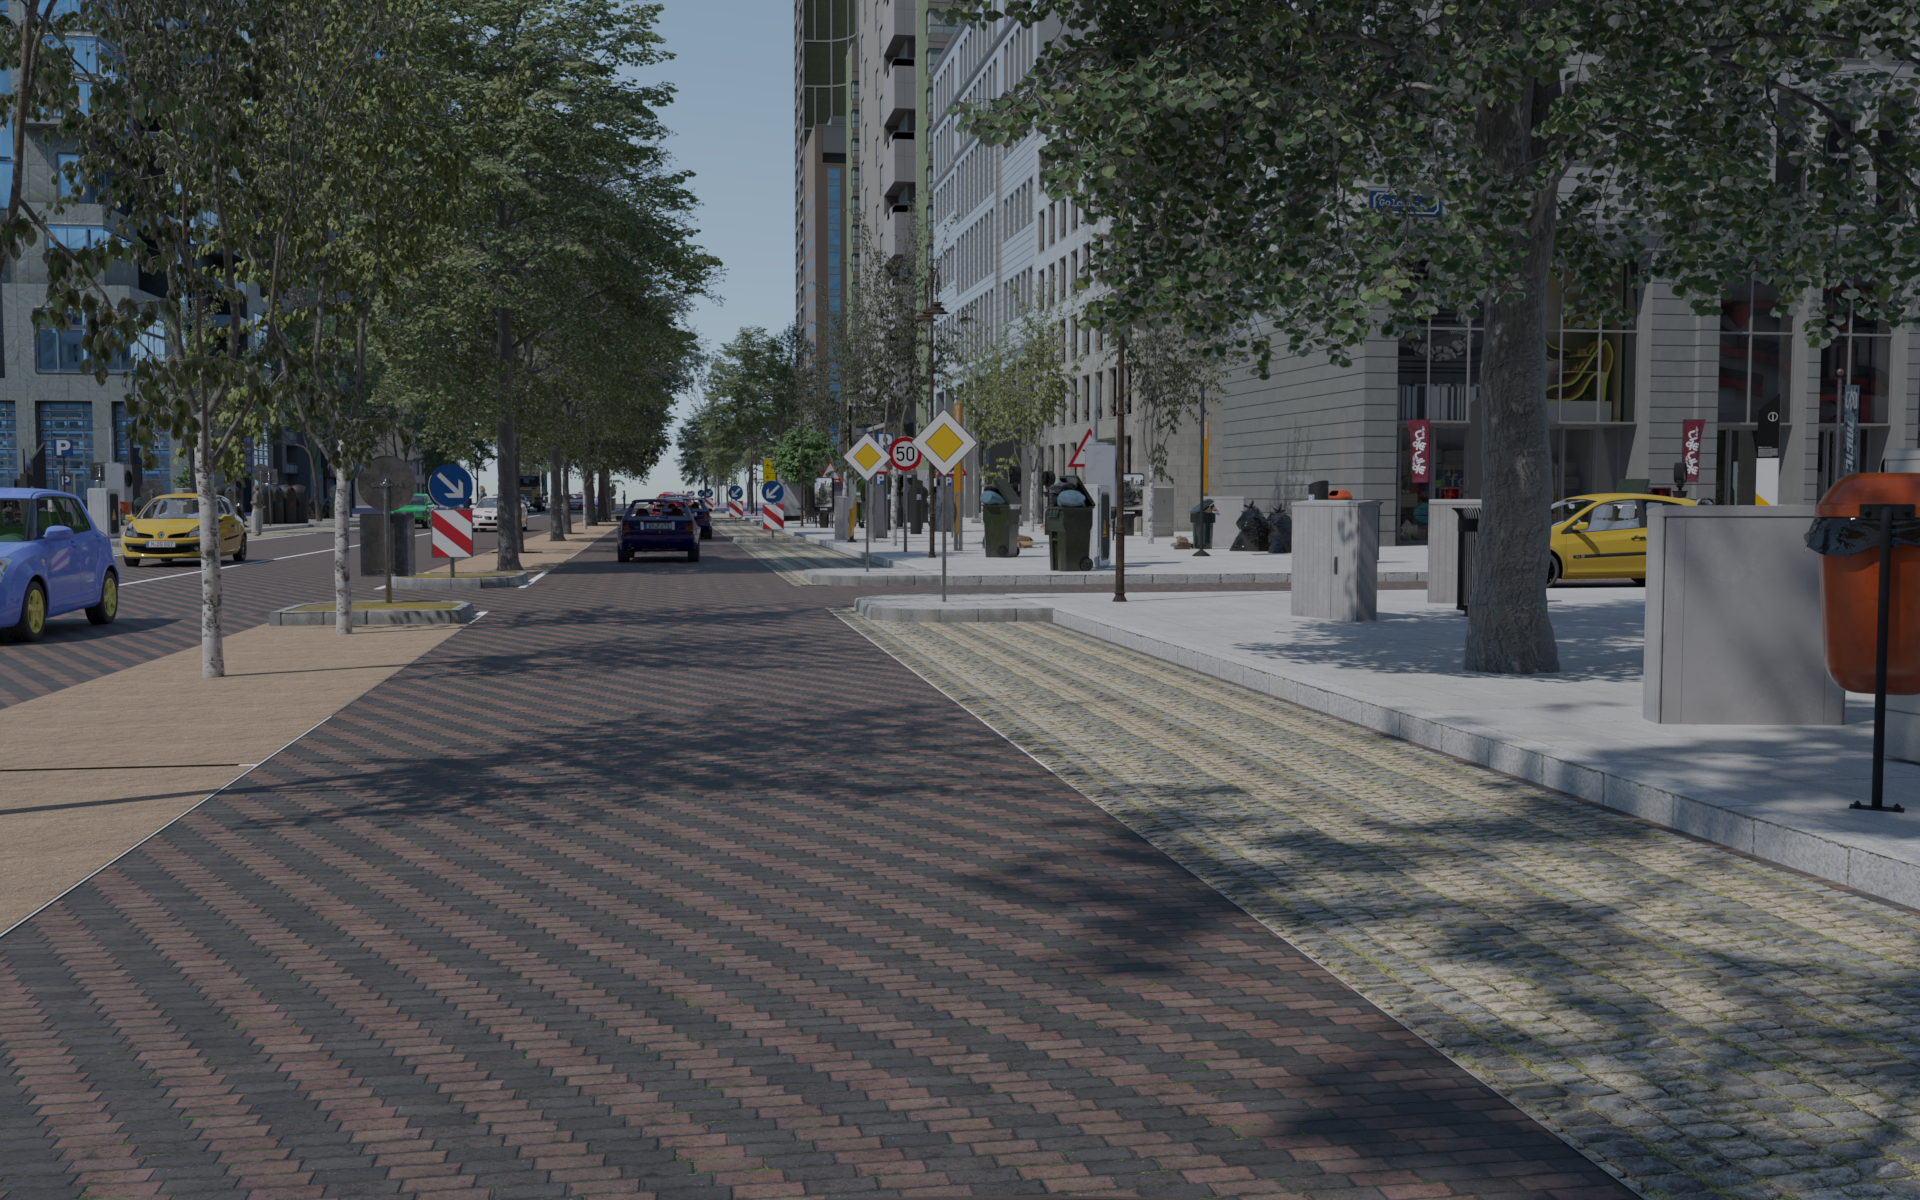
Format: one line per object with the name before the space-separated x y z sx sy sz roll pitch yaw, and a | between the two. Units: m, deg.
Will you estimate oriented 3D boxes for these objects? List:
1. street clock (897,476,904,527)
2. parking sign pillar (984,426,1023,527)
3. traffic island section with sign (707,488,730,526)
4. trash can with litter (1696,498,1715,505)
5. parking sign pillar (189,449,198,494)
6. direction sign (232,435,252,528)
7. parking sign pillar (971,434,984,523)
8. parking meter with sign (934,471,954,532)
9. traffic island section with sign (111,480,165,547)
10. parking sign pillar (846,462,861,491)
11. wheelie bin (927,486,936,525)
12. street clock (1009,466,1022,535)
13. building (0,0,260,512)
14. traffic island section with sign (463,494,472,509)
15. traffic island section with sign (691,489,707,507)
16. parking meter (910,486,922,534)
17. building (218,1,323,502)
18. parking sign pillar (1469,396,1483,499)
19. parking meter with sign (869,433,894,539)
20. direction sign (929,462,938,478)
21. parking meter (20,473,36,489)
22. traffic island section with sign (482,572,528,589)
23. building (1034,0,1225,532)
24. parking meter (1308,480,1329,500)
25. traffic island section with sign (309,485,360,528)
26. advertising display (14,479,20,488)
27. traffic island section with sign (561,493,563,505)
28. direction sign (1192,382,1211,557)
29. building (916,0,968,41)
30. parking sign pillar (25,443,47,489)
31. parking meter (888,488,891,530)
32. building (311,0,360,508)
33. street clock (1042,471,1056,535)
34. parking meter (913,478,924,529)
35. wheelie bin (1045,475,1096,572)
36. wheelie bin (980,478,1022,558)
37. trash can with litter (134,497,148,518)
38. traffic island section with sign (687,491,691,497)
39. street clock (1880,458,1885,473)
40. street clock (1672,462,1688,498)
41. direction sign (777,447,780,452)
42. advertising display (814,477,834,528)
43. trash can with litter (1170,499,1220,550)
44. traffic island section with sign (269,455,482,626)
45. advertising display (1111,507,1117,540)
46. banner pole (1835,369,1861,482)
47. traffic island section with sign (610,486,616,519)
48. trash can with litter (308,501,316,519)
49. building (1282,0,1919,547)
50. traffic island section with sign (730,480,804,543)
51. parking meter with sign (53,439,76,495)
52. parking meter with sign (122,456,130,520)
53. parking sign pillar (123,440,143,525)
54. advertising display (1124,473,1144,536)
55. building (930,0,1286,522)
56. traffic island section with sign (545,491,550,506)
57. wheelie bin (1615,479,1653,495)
street clock | -2.353 -3.878 67.971 0.358 2.002 0.471 2 4 27
parking sign pillar | 1.794 -4.909 68.729 1.447 3.967 1.447 0 4 2
traffic island section with sign | -10.175 -4.218 77.587 1.989 1.847 2.006 -1 4 -10
trash can with litter | 14.285 -1.398 33.915 2.233 1.210 1.678 -3 4 -36
parking sign pillar | -29.989 -4.891 68.435 1.447 3.967 1.447 0 4 -5
direction sign | -27.500 -4.549 66.377 0.876 3.537 0.379 1 4 16
parking sign pillar | 1.205 -5.374 76.335 1.447 3.967 1.447 1 4 17
parking meter with sign | -0.486 -3.818 58.686 0.543 3.016 1.738 -1 4 -20
traffic island section with sign | -22.287 -2.384 47.604 1.989 1.847 2.006 -1 4 -10
parking sign pillar | -5.762 -6.699 97.993 1.447 3.967 1.447 1 4 16
wheelie bin | -0.814 -3.715 68.641 0.980 1.594 0.693 -3 4 -37
street clock | 1.404 -2.428 44.274 0.358 2.002 0.471 -1 4 -10
building | -57.300 -48.708 109.049 22.319 86.520 31.000 -1 4 -10
traffic island section with sign | -35.298 -7.073 124.268 1.989 1.847 2.006 -1 4 -10
traffic island section with sign | -18.460 -7.207 126.462 1.989 1.847 2.006 -1 4 -10
parking meter | -1.401 -2.860 55.179 0.372 1.533 0.369 0 3 0
building | -58.089 -27.500 133.223 14.154 41.232 14.086 -1 4 -10
parking sign pillar | 13.170 -3.239 41.424 1.447 3.967 1.447 -1 4 -16
parking meter with sign | -2.343 -3.298 50.189 0.543 3.016 1.738 -1 4 -14
direction sign | -1.129 -5.783 86.543 0.876 3.537 0.379 -2 4 -27
parking meter | -26.368 -2.650 49.042 0.255 1.863 0.399 0 4 5
traffic island section with sign | -7.863 -1.158 27.070 2.006 1.907 1.989 -1 4 -10
building | 9.724 -12.998 67.276 10.420 20.320 16.860 -1 4 -10
parking meter | 6.661 -1.456 32.220 0.372 1.533 0.369 0 3 0
traffic island section with sign | -26.882 -4.039 74.670 1.989 1.847 2.006 -1 4 -10
advertising display | -40.257 -4.219 74.196 0.123 1.923 0.974 -1 4 -10
traffic island section with sign | -53.511 -13.645 231.723 1.989 1.847 2.006 -1 4 -10
direction sign | 4.981 -2.669 35.639 0.379 3.537 0.876 0 4 5
building | 3.710 -26.752 120.995 14.154 41.232 14.086 -1 4 -10
parking sign pillar | -48.515 -6.267 90.937 1.447 3.967 1.447 0 4 0
parking meter | -2.514 -3.237 61.334 0.372 1.533 0.369 0 3 0
building | -59.823 -30.398 147.122 14.600 45.320 14.200 -1 4 -10
street clock | 2.764 -3.027 54.055 0.358 2.002 0.471 -2 4 -31
parking meter | -1.525 -3.526 63.362 0.399 1.863 0.255 -1 4 -10
wheelie bin | 1.827 -1.279 28.815 0.693 1.594 0.980 -2 4 -24
wheelie bin | 0.809 -1.662 35.079 0.693 1.594 0.980 2 4 26
trash can with litter | -29.788 -3.163 63.108 0.624 1.170 1.055 -1 4 -15
traffic island section with sign | -23.045 -8.859 153.476 1.989 1.847 2.006 -1 4 -10
street clock | 17.932 -1.760 33.349 0.358 2.002 0.471 0 4 0
street clock | 16.504 -2.150 39.721 0.358 2.002 0.471 2 4 32
direction sign | -8.535 -5.610 83.723 0.876 3.537 0.379 3 5 40
advertising display | -5.120 -3.673 65.264 0.974 1.923 0.123 3 5 40
trash can with litter | 5.452 -1.762 40.193 1.055 1.170 0.624 -1 4 -22
traffic island section with sign | -6.635 -0.711 19.765 2.006 1.907 1.989 -1 4 -10
advertising display | 3.980 -2.595 47.636 0.123 1.923 0.974 3 5 40
banner pole | 17.795 -2.741 34.838 0.863 3.779 0.401 -2 4 -29
traffic island section with sign | -20.431 -5.689 101.154 2.006 1.907 1.989 -1 4 -10
trash can with litter | -32.958 -4.657 87.526 1.055 1.170 0.624 -3 5 -42
building | 23.413 -16.606 49.009 29.804 29.767 11.434 -1 4 -10
traffic island section with sign | -5.661 -2.592 51.011 1.989 1.847 2.006 -1 4 -10
parking meter with sign | -28.686 -3.636 55.701 0.543 3.016 1.738 -1 4 -20
parking meter with sign | -37.933 -5.022 78.366 1.738 3.016 0.543 2 4 26
parking sign pillar | -34.630 -5.153 72.722 1.447 3.967 1.447 -2 4 -28
advertising display | 5.155 -2.925 53.043 0.974 1.923 0.123 0 4 4
building | 6.180 -19.149 90.583 11.434 29.767 29.804 -1 4 -10
traffic island section with sign | -48.932 -11.998 204.795 1.989 1.847 2.006 -1 4 -10
wheelie bin | 13.941 -1.713 35.920 0.980 1.594 0.693 3 5 43
